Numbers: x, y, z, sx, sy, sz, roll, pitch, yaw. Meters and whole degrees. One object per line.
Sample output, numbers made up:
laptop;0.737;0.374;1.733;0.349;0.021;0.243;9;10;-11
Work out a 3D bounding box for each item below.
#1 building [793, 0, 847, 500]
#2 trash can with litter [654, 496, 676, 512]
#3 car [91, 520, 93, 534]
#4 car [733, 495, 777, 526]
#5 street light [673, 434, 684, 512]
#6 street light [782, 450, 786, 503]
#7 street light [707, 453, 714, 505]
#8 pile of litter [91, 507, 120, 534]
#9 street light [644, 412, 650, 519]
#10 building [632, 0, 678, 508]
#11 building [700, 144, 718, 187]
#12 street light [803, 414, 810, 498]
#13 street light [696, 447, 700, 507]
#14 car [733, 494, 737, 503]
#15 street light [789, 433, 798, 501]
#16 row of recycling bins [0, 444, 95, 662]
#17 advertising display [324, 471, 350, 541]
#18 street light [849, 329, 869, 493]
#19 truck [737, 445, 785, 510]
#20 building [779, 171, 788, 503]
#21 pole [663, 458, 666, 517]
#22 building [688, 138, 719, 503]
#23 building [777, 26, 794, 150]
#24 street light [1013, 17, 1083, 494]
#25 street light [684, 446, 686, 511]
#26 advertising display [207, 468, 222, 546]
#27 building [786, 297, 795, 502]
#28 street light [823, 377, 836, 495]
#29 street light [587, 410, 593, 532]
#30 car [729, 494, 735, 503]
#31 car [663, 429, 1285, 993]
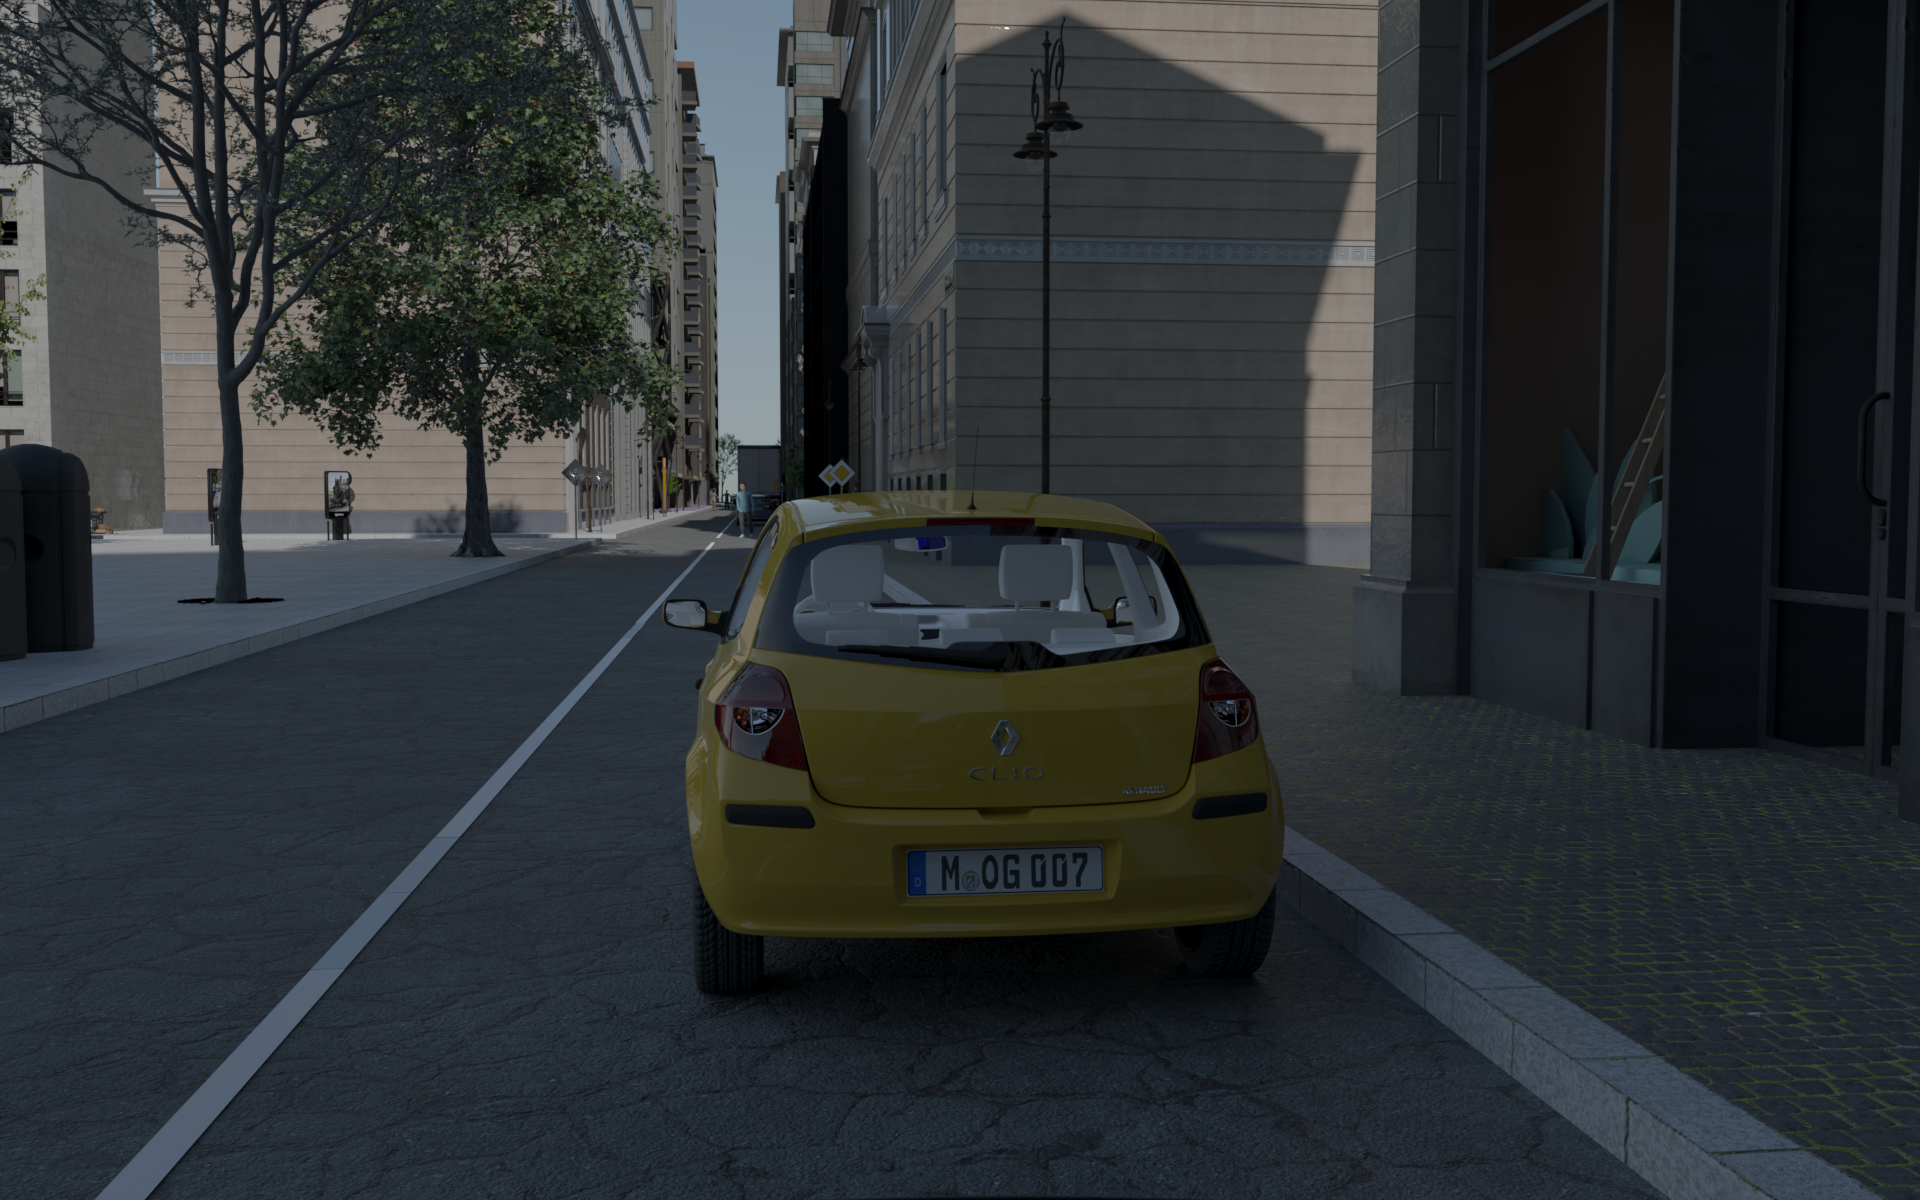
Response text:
building;-6.887;-28.238;145.289;14.154;41.232;14.086;0;4;-7
trash can with litter;-21.541;-6.948;124.662;2.233;1.210;1.678;1;4;11
car;-28.482;-2.396;51.540;4.827;1.381;2.083;0;4;-6
car;-9.438;-4.149;79.838;2.014;1.417;4.499;0;4;-8
street light;-19.707;-9.033;120.474;0.468;5.910;1.993;0;4;-7
street light;-17.877;-12.477;176.782;0.468;5.910;1.993;0;4;-7
street light;-28.526;-13.687;196.574;0.468;5.910;1.993;0;4;-7
pile of litter;-27.531;-2.519;55.143;1.719;0.858;1.176;0;4;6
street light;-16.058;-7.107;88.984;0.468;5.910;1.993;0;4;-7
building;-37.282;-33.890;143.339;28.713;52.752;27.495;0;4;-7
building;-51.094;-41.148;262.014;28.713;52.752;27.495;0;4;-7
street light;-8.806;-7.799;100.302;0.468;5.910;1.993;0;4;-7
street light;-24.971;-11.777;165.338;0.468;5.910;1.993;0;4;-7
car;-32.122;-14.685;251.897;2.131;1.459;4.920;-1;4;-8
street light;-12.511;-9.719;131.695;0.468;5.910;1.993;0;4;-7
row of recycling bins;-7.876;-0.357;12.952;1.069;1.692;3.534;1;4;13
advertising display;-17.254;-2.617;47.997;0.123;1.923;0.974;1;4;17
street light;-2.836;-4.641;48.676;0.468;5.910;1.993;0;4;-7
truck;-11.999;-7.070;104.506;2.839;4.237;11.283;0;4;-5
building;-17.425;-35.761;234.807;14.600;45.320;14.200;0;4;-7
pole;-16.644;-6.341;97.510;0.158;3.312;0.155;0;3;0
building;-44.327;-37.588;238.264;21.300;48.544;21.600;0;4;-7
building;-5.943;-37.067;195.288;28.713;52.752;27.495;0;4;-7
street light;0.868;-2.732;17.457;0.468;5.910;1.993;0;4;-7
street light;-21.428;-9.866;134.100;0.468;5.910;1.993;0;4;-7
advertising display;-18.567;-2.333;43.359;0.123;1.923;0.974;0;4;-1
building;-2.687;-19.756;168.047;27.650;21.520;28.899;0;4;-7
street light;-5.165;-5.871;68.782;0.468;5.910;1.993;0;4;-7
street light;-12.374;-5.197;57.762;0.468;5.910;1.993;0;4;-7
car;-34.522;-15.607;266.966;2.131;1.459;4.920;0;4;-8
car;-0.117;0.229;6.477;2.015;1.641;3.980;0;4;-7
